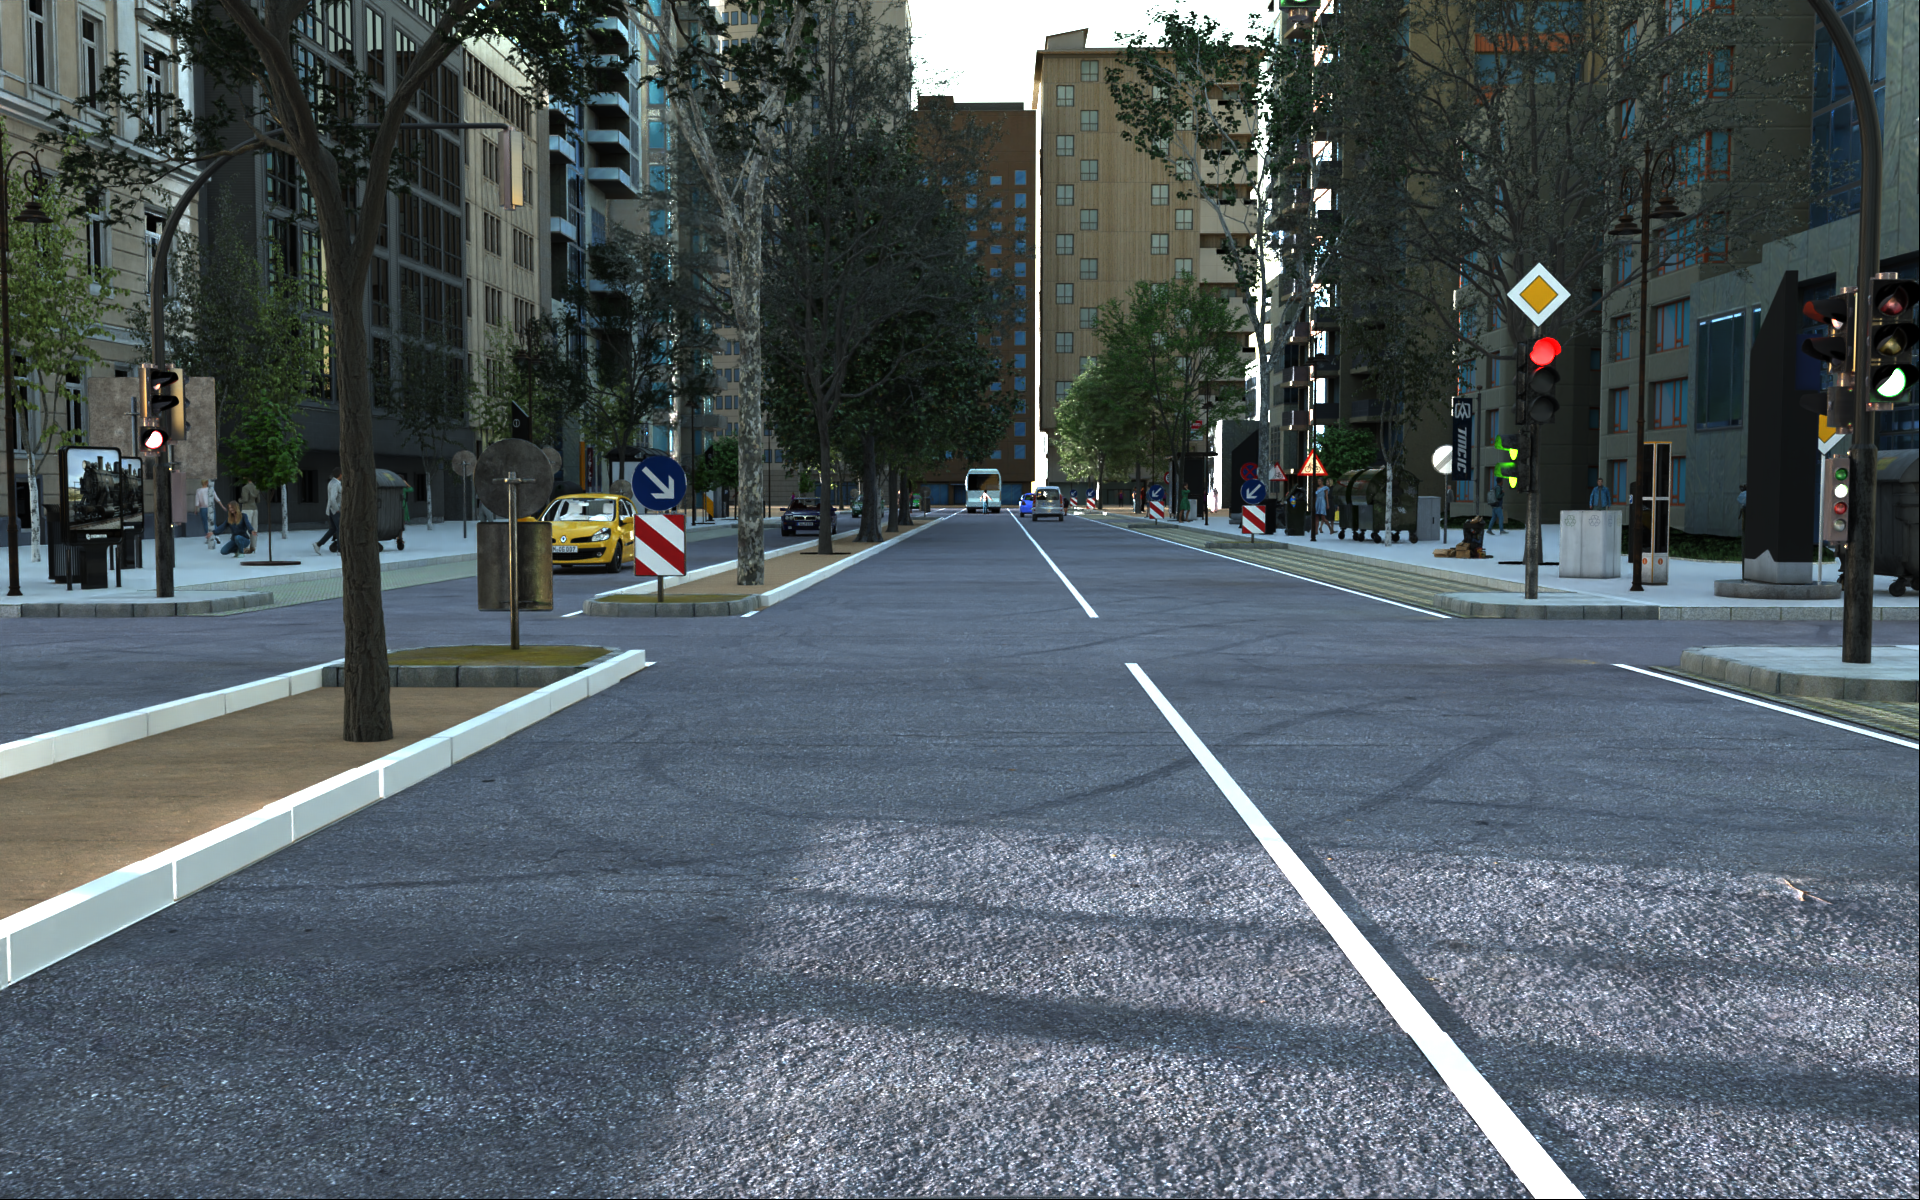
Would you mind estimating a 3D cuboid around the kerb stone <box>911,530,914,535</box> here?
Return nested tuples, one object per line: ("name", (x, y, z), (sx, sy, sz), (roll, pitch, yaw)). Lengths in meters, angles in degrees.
("kerb stone", (-1.727, -2.210, 58.345), (0.120, 0.150, 1.000), (0, 4, 1))

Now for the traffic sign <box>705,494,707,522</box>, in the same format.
("traffic sign", (-11.730, -4.887, 79.907), (0.884, 2.594, 0.081), (0, 4, 8))

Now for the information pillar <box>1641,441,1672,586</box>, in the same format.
("information pillar", (9.770, -1.217, 24.385), (0.304, 2.012, 0.304), (-1, 4, -23))

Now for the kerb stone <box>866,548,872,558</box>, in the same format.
("kerb stone", (-2.132, -1.018, 38.842), (0.120, 0.150, 1.000), (0, 4, 1))

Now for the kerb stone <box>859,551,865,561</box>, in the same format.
("kerb stone", (-2.178, -0.893, 36.797), (0.120, 0.150, 1.000), (0, 4, 1))

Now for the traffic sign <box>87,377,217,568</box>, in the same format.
("traffic sign", (-14.036, -2.217, 30.114), (2.265, 3.308, 0.079), (0, 4, 3))

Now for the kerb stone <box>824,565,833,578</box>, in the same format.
("kerb stone", (-2.319, -0.455, 29.628), (0.120, 0.150, 1.000), (0, 4, 1))

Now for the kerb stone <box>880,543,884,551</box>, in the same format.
("kerb stone", (-2.050, -1.267, 42.965), (0.120, 0.150, 1.000), (0, 4, 1))

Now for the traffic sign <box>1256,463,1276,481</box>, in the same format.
("traffic sign", (12.164, -4.207, 68.890), (0.768, 2.556, 0.104), (1, 4, 9))

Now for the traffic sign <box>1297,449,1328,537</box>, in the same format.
("traffic sign", (10.191, -3.064, 50.097), (0.884, 2.594, 0.081), (0, 4, 8))

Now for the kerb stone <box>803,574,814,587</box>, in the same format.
("kerb stone", (-2.385, -0.267, 26.557), (0.120, 0.150, 1.000), (0, 4, 1))

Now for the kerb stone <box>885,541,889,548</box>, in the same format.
("kerb stone", (-2.003, -1.396, 45.014), (0.120, 0.150, 1.000), (0, 4, 1))

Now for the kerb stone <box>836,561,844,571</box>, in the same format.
("kerb stone", (-2.279, -0.575, 31.677), (0.120, 0.150, 1.000), (0, 4, 1))

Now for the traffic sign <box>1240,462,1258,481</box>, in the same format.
("traffic sign", (11.615, -4.239, 69.413), (0.768, 2.556, 0.104), (1, 4, 10))

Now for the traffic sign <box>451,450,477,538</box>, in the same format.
("traffic sign", (-14.351, -3.060, 50.144), (0.768, 2.556, 0.104), (0, 4, 4))

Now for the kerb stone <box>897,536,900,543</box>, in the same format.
("kerb stone", (-1.892, -1.709, 50.138), (0.120, 0.150, 1.000), (0, 4, 1))

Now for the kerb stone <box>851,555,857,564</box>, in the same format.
("kerb stone", (-2.221, -0.765, 34.751), (0.120, 0.150, 1.000), (0, 4, 1))

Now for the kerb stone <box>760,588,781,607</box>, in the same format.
("kerb stone", (-2.475, -0.016, 22.459), (0.120, 0.150, 1.000), (0, 4, 1))

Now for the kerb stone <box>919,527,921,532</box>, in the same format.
("kerb stone", (-1.618, -2.520, 63.474), (0.120, 0.150, 1.000), (0, 4, 1))

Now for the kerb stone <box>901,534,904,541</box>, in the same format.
("kerb stone", (-1.861, -1.835, 52.194), (0.120, 0.150, 1.000), (0, 4, 1))

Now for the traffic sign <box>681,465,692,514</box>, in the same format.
("traffic sign", (-12.138, -4.673, 76.512), (0.768, 2.556, 0.104), (1, 4, 10))

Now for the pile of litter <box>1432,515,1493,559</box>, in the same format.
("pile of litter", (10.156, -1.287, 35.004), (1.176, 0.858, 1.719), (1, 4, 12))

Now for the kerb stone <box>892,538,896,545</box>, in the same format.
("kerb stone", (-1.941, -1.582, 48.094), (0.120, 0.150, 1.000), (0, 4, 1))

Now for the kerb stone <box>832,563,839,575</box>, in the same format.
("kerb stone", (-2.299, -0.517, 30.655), (0.120, 0.150, 1.000), (0, 4, 1))

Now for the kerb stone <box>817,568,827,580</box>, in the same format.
("kerb stone", (-2.348, -0.392, 28.602), (0.120, 0.150, 1.000), (0, 4, 1))

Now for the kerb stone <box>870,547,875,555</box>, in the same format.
("kerb stone", (-2.114, -1.082, 39.887), (0.120, 0.150, 1.000), (0, 4, 1))

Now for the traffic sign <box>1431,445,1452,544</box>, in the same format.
("traffic sign", (12.552, -2.730, 44.737), (0.768, 2.556, 0.104), (0, 4, 7))

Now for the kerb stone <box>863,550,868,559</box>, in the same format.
("kerb stone", (-2.152, -0.956, 37.820), (0.120, 0.150, 1.000), (0, 4, 1))

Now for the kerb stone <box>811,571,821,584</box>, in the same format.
("kerb stone", (-2.368, -0.322, 27.580), (0.120, 0.150, 1.000), (0, 4, 1))

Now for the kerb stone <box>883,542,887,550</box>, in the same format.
("kerb stone", (-2.018, -1.333, 43.987), (0.120, 0.150, 1.000), (0, 4, 1))

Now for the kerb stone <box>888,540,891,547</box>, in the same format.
("kerb stone", (-1.984, -1.458, 46.037), (0.120, 0.150, 1.000), (0, 4, 1))

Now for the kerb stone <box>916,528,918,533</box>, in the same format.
("kerb stone", (-1.662, -2.397, 61.419), (0.120, 0.150, 1.000), (0, 4, 1))

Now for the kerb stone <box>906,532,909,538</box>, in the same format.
("kerb stone", (-1.792, -2.023, 55.270), (0.120, 0.150, 1.000), (0, 4, 1))

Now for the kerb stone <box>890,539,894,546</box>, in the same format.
("kerb stone", (-1.959, -1.521, 47.063), (0.120, 0.150, 1.000), (0, 4, 1))

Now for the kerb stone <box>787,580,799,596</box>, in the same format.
("kerb stone", (-2.425, -0.141, 24.507), (0.120, 0.150, 1.000), (0, 4, 1))

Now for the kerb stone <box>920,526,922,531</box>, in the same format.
("kerb stone", (-1.599, -2.580, 64.497), (0.120, 0.150, 1.000), (0, 4, 1))

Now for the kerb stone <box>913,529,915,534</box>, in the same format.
("kerb stone", (-1.711, -2.274, 59.375), (0.120, 0.150, 1.000), (0, 4, 1))

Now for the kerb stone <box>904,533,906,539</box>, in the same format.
("kerb stone", (-1.829, -1.897, 53.215), (0.120, 0.150, 1.000), (0, 4, 1))

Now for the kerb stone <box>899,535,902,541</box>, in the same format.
("kerb stone", (-1.876, -1.772, 51.160), (0.120, 0.150, 1.000), (0, 4, 1))

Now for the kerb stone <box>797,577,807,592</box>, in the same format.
("kerb stone", (-2.403, -0.204, 25.535), (0.120, 0.150, 1.000), (0, 4, 1))

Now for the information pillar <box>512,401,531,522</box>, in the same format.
("information pillar", (-11.023, -3.188, 43.486), (0.504, 3.616, 0.183), (2, 4, 24))

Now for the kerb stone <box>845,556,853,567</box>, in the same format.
("kerb stone", (-2.243, -0.705, 33.722), (0.120, 0.150, 1.000), (0, 4, 1))

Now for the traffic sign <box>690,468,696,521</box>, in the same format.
("traffic sign", (-12.712, -5.081, 83.175), (0.768, 2.556, 0.104), (0, 4, 2))

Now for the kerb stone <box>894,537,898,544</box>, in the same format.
("kerb stone", (-1.912, -1.647, 49.116), (0.120, 0.150, 1.000), (0, 4, 1))

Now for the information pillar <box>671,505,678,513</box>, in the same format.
("information pillar", (-14.225, -5.001, 86.256), (0.304, 2.012, 0.304), (0, 4, -4))

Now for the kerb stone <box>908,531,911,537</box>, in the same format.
("kerb stone", (-1.772, -2.085, 56.292), (0.120, 0.150, 1.000), (0, 4, 1))

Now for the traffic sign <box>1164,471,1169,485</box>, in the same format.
("traffic sign", (11.681, -5.874, 96.140), (0.768, 2.556, 0.104), (0, 4, 3))

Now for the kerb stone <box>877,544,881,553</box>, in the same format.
("kerb stone", (-2.061, -1.208, 41.943), (0.120, 0.150, 1.000), (0, 4, 1))

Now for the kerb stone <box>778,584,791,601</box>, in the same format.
("kerb stone", (-2.448, -0.076, 23.485), (0.120, 0.150, 1.000), (0, 4, 1))

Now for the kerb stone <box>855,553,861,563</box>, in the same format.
("kerb stone", (-2.190, -0.831, 35.775), (0.120, 0.150, 1.000), (0, 4, 1))

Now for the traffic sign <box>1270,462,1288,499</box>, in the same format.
("traffic sign", (12.849, -4.295, 70.219), (0.884, 2.594, 0.081), (1, 4, 10))

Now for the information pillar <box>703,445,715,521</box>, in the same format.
("information pillar", (-11.882, -5.536, 81.867), (0.504, 3.616, 0.183), (-2, 4, -34))

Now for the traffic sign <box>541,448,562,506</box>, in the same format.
("traffic sign", (-11.270, -2.893, 47.401), (0.768, 2.556, 0.104), (0, 4, 2))

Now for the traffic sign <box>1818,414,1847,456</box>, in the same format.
("traffic sign", (11.675, -1.447, 23.391), (0.795, 2.593, 0.064), (0, 4, 5))

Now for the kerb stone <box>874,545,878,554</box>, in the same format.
("kerb stone", (-2.088, -1.143, 40.915), (0.120, 0.150, 1.000), (0, 4, 1))

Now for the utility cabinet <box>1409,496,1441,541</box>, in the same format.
("utility cabinet", (12.808, -2.235, 47.707), (1.020, 1.237, 0.306), (-3, 4, -37))

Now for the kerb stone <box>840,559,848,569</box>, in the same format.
("kerb stone", (-2.265, -0.637, 32.700), (0.120, 0.150, 1.000), (0, 4, 1))
